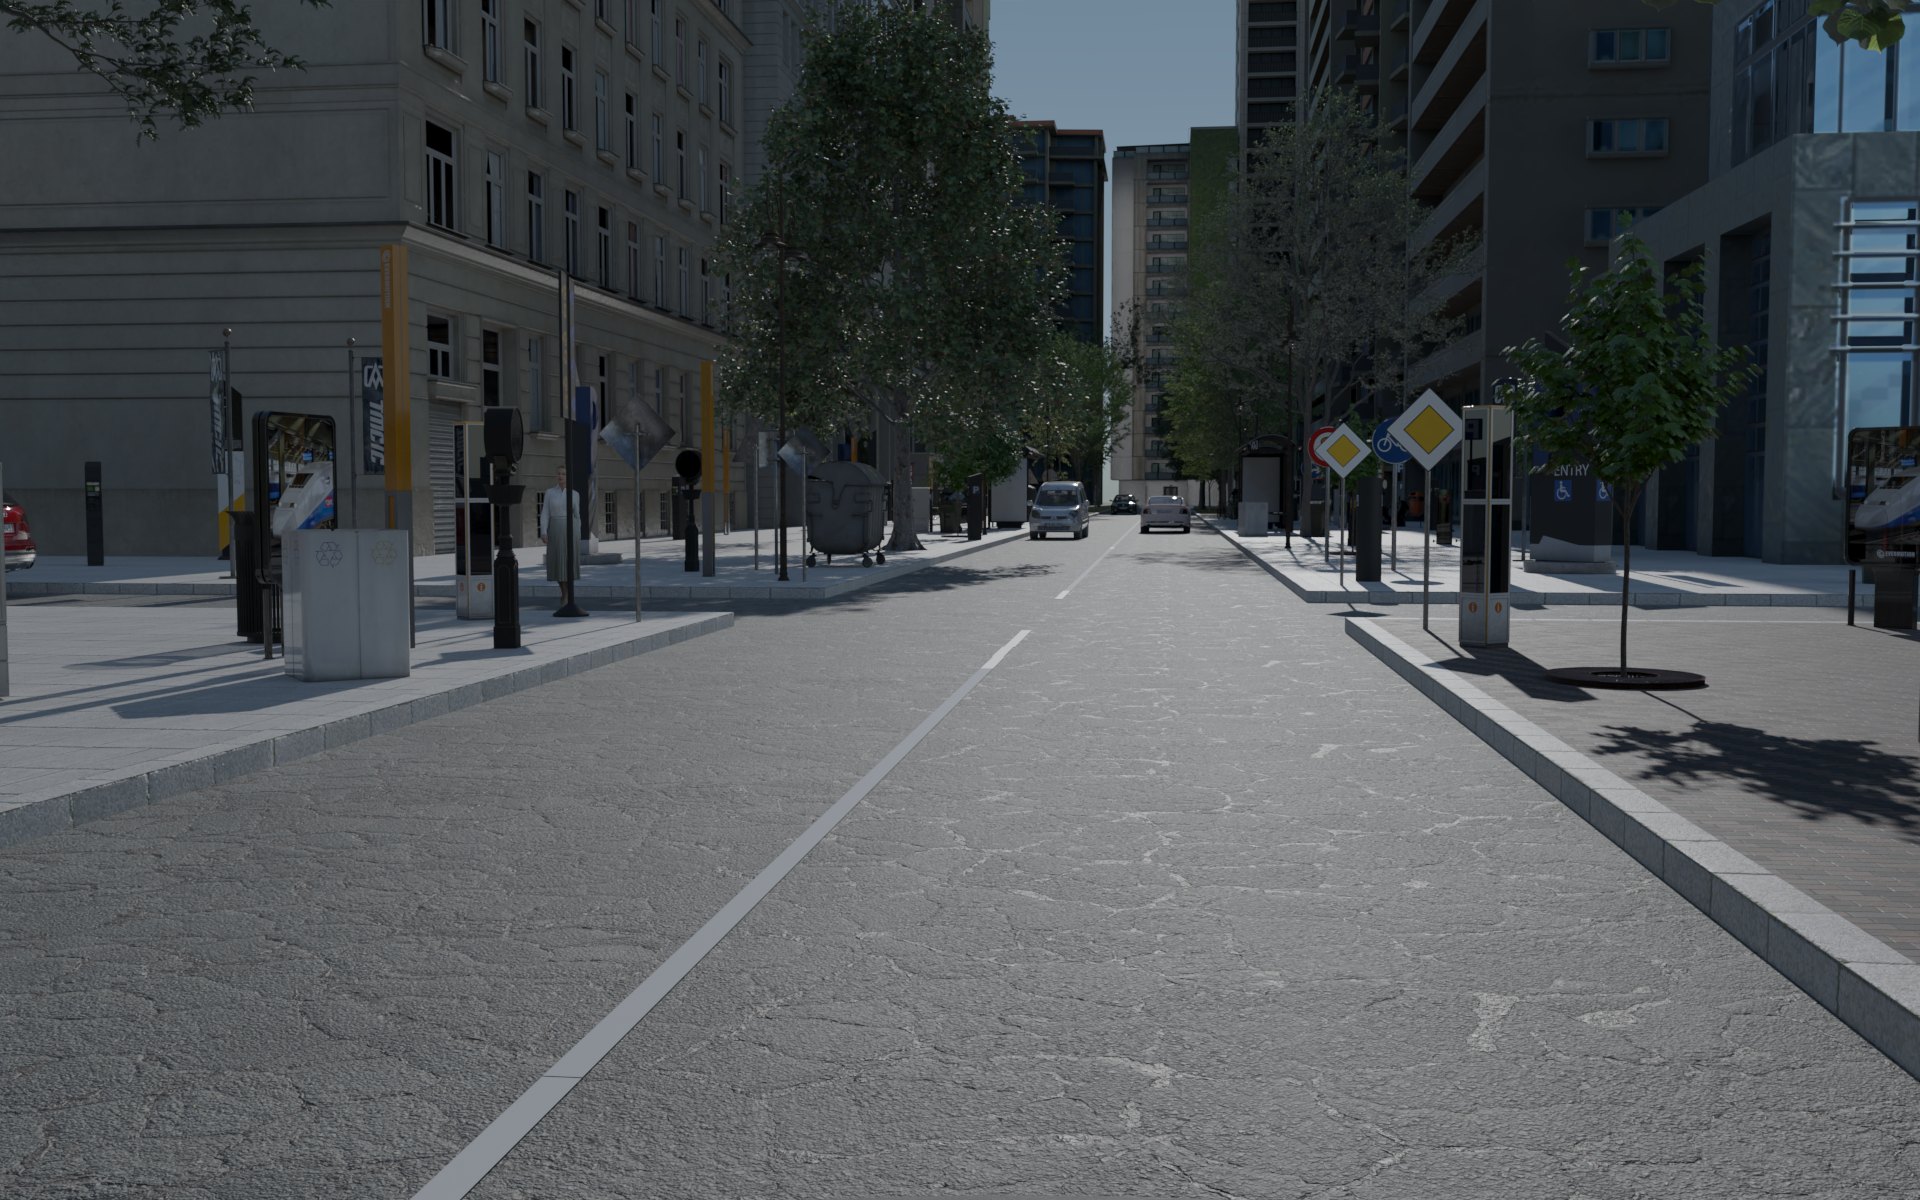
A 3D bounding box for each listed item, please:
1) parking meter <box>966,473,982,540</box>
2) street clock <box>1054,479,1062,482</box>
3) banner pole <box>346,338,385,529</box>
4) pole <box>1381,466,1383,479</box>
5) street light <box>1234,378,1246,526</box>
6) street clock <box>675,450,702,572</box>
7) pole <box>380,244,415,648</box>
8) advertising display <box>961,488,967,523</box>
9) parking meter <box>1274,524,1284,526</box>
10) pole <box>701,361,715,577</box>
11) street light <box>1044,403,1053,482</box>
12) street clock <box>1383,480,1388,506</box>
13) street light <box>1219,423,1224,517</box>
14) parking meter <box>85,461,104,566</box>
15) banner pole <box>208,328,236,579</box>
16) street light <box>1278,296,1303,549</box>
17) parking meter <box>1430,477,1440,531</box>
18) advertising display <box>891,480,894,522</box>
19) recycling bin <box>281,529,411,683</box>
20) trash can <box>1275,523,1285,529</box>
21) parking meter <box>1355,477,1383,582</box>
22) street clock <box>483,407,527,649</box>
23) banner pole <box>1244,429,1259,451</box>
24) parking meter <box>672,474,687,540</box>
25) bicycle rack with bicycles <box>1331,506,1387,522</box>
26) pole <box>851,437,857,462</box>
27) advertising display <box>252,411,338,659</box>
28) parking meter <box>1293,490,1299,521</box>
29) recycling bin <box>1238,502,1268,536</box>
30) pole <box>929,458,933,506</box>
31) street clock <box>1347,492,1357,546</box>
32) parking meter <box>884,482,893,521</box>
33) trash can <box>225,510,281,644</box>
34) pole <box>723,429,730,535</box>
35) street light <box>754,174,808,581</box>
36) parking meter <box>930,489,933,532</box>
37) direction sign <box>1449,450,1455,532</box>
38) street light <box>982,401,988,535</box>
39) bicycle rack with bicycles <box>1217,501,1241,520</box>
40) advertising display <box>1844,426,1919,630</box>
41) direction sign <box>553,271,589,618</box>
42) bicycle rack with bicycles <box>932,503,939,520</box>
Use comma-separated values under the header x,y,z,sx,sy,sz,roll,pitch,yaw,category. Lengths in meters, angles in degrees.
x,y,z,sx,sy,sz,roll,pitch,yaw,category
0.390,-2.607,48.337,0.399,1.863,0.255,-1,4,-18,parking meter
4.826,-4.921,85.023,0.471,2.002,0.358,-2,4,-31,street clock
-9.530,-2.315,27.871,0.863,3.779,0.401,0,4,-4,banner pole
23.491,-6.283,96.563,0.158,3.312,0.155,0,3,0,pole
11.158,-5.889,69.070,0.468,5.910,1.993,0,4,7,street light
-4.432,-1.469,28.589,0.471,2.002,0.358,1,4,18,street clock
-4.647,-1.252,14.311,0.158,3.312,0.155,0,3,0,pole
0.200,-4.430,77.645,0.974,1.923,0.123,0,4,-5,advertising display
12.530,-3.808,67.973,0.399,1.863,0.255,0,4,-1,parking meter
-3.893,-2.014,26.767,0.158,3.312,0.155,0,3,0,pole
4.155,-6.690,82.176,0.468,5.910,1.993,0,4,7,street light
21.123,-5.010,86.486,0.471,2.002,0.358,-3,5,-44,street clock
14.750,-7.647,97.813,0.468,5.910,1.993,0,4,7,street light
-15.454,-1.542,30.919,0.255,1.863,0.399,-2,4,-24,parking meter
-11.236,-2.226,26.413,0.863,3.779,0.401,3,5,43,banner pole
7.734,-4.152,40.671,0.468,5.910,1.993,0,4,7,street light
16.621,-3.367,60.756,0.255,1.863,0.399,-1,4,-17,parking meter
-2.913,-4.499,78.766,0.123,1.923,0.974,1,4,18,advertising display
-4.337,0.020,12.228,0.722,1.027,0.722,-2,4,-32,recycling bin
12.039,-3.229,64.442,0.748,1.137,0.748,0,3,0,trash can
6.006,-1.040,25.423,0.372,1.533,0.369,0,3,0,parking meter
-3.776,-0.600,14.388,0.358,2.002,0.471,0,4,-2,street clock
11.154,-4.687,66.652,0.863,3.779,0.401,3,5,43,banner pole
-7.878,-2.622,48.579,0.255,1.863,0.399,2,4,28,parking meter
18.271,-3.977,78.411,2.925,0.926,2.852,1,4,18,bicycle rack with bicycles
-3.812,-4.196,62.446,0.158,3.312,0.155,0,3,0,pole
-5.290,-0.527,13.835,0.123,1.923,0.974,1,4,12,advertising display
15.861,-4.503,82.035,0.372,1.533,0.369,0,3,0,parking meter
9.008,-2.489,53.245,0.722,1.027,0.722,-1,4,-10,recycling bin
-1.626,-6.334,97.397,0.158,3.312,0.155,0,3,0,pole
9.721,-2.340,42.827,0.471,2.002,0.358,-2,4,-26,street clock
-3.397,-4.685,82.308,0.399,1.863,0.255,3,4,37,parking meter
-5.964,-0.207,15.044,0.748,1.137,0.748,0,3,0,trash can
-7.330,-3.699,54.330,0.158,3.312,0.155,0,3,0,pole
-2.611,-3.221,25.453,0.468,5.910,1.993,0,4,7,street light
-1.102,-3.074,58.670,0.372,1.533,0.369,0,3,0,parking meter
16.708,-4.099,59.018,0.379,3.537,0.876,1,4,20,direction sign
0.776,-4.970,54.045,0.468,5.910,1.993,0,4,7,street light
14.100,-4.438,85.936,2.852,0.926,2.925,0,4,-1,bicycle rack with bicycles
8.942,-0.690,16.502,0.123,1.923,0.974,-2,4,-35,advertising display
-4.083,-1.595,18.071,0.379,3.537,0.876,0,4,-4,direction sign
-1.839,-4.410,85.490,2.925,0.926,2.852,-1,4,-17,bicycle rack with bicycles
